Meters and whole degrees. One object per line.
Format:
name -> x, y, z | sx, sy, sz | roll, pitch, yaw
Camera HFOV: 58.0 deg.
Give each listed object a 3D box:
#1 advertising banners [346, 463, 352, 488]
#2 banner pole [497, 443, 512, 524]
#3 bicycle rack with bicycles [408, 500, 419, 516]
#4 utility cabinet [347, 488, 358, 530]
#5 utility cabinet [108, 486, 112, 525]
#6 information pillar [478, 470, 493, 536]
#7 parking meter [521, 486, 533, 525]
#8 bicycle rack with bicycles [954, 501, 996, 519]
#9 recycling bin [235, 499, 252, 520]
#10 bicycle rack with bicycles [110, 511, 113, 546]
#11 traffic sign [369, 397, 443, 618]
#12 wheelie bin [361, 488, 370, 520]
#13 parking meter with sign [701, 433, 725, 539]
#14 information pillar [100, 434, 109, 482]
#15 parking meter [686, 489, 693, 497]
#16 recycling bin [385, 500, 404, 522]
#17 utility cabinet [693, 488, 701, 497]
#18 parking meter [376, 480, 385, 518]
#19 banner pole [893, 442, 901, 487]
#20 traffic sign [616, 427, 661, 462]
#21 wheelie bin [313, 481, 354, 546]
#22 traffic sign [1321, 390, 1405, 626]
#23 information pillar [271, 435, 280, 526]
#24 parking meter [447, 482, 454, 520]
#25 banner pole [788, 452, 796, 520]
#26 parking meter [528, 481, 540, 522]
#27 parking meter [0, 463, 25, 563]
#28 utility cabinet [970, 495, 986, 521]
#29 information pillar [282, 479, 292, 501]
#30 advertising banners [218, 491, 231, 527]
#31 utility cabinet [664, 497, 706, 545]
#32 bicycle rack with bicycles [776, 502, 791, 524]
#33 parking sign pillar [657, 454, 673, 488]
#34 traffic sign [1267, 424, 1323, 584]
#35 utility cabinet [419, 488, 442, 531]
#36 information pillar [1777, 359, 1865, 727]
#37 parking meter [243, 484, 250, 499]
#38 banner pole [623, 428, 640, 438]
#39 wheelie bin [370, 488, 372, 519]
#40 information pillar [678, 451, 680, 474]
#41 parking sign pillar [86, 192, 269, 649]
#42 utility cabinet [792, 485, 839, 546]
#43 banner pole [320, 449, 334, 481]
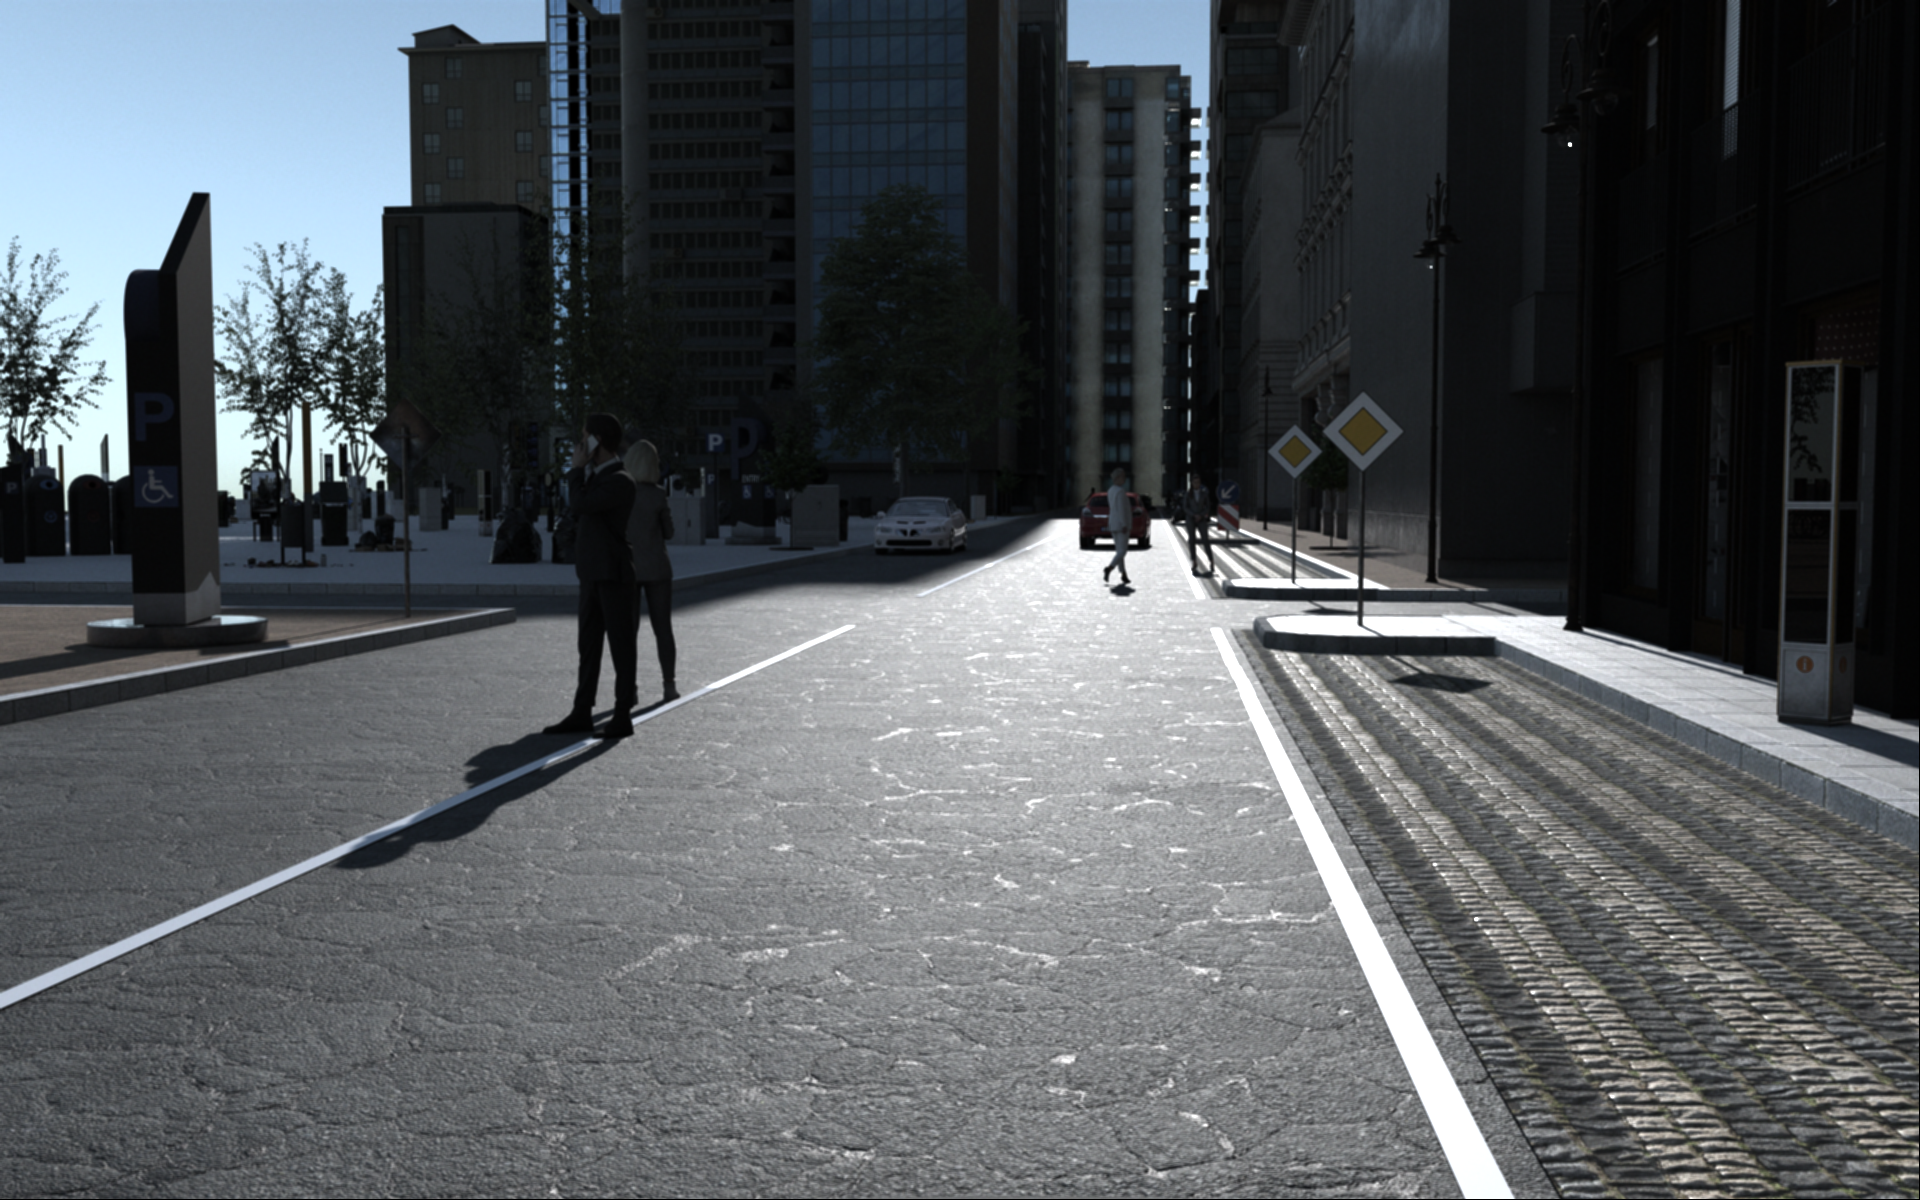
advertising banners -> -33.439, -6.117, 96.206 | 2.074, 3.025, 0.090 | 2, 4, 34
banner pole -> -19.677, -5.190, 74.875 | 0.863, 3.779, 0.401 | 2, 4, 26
bicycle rack with bicycles -> -32.272, -5.354, 100.921 | 2.852, 0.926, 2.925 | -1, 4, -18
utility cabinet -> -21.529, -3.191, 60.853 | 1.173, 1.500, 0.318 | 3, 4, 36
utility cabinet -> -23.755, -2.471, 49.072 | 1.173, 1.500, 0.318 | 0, 4, -1
information pillar -> -14.409, -2.941, 52.573 | 0.304, 2.012, 0.304 | 3, 5, 40
parking meter -> -14.019, -2.917, 56.112 | 0.372, 1.533, 0.369 | 0, 3, 0
bicycle rack with bicycles -> 0.634, -4.576, 88.201 | 2.852, 0.926, 2.925 | -1, 4, -14
recycling bin -> -35.013, -4.428, 84.949 | 0.722, 1.027, 0.722 | 1, 4, 17
bicycle rack with bicycles -> -19.708, -1.771, 42.343 | 2.852, 0.926, 2.925 | -1, 4, -14
traffic sign -> -5.730, -0.874, 17.924 | 0.795, 2.450, 0.064 | 0, 4, 6
wheelie bin -> -29.425, -4.675, 84.338 | 0.693, 1.594, 0.980 | 0, 4, 6
parking meter with sign -> -7.229, -3.300, 50.208 | 0.543, 3.016, 1.738 | -1, 4, -17
information pillar -> -33.391, -4.668, 67.675 | 0.504, 3.616, 0.183 | 3, 5, 40
parking meter -> -14.314, -5.092, 91.657 | 0.372, 1.533, 0.369 | 0, 3, 0
recycling bin -> -25.920, -4.095, 79.504 | 0.722, 1.027, 0.722 | -3, 5, -40
utility cabinet -> -9.923, -3.554, 66.788 | 0.318, 1.500, 1.173 | 1, 4, 14
parking meter -> -24.621, -4.154, 73.636 | 0.255, 1.863, 0.399 | 0, 4, -3
banner pole -> -2.441, -4.962, 71.151 | 0.863, 3.779, 0.401 | 3, 4, 38
traffic sign -> -4.853, -1.359, 25.861 | 0.795, 2.450, 0.064 | 0, 4, 6
wheelie bin -> -15.593, -2.148, 43.033 | 0.980, 1.594, 0.693 | -2, 4, -24
traffic sign -> 3.904, -0.807, 16.844 | 0.795, 2.450, 0.064 | 0, 4, 6
information pillar -> -27.240, -4.748, 68.977 | 0.183, 3.616, 0.504 | 0, 4, 6
parking meter -> -25.344, -4.910, 85.988 | 0.399, 1.863, 0.255 | 0, 4, -5
banner pole -> -8.125, -5.842, 85.535 | 0.863, 3.779, 0.401 | -3, 4, -36
parking meter -> -19.562, -4.510, 79.445 | 0.399, 1.863, 0.255 | 1, 4, 9
parking meter -> -17.640, -1.620, 32.197 | 0.399, 1.863, 0.255 | -2, 4, -32
utility cabinet -> 0.872, -4.435, 83.680 | 0.306, 1.237, 1.020 | 2, 4, 30
information pillar -> -32.119, -4.781, 82.657 | 0.304, 2.012, 0.304 | 2, 4, 32
advertising banners -> -29.286, -4.330, 66.980 | 2.074, 3.025, 0.090 | 0, 4, 0
utility cabinet -> -6.920, -1.978, 43.500 | 1.020, 1.237, 0.306 | 1, 4, 16
bicycle rack with bicycles -> -6.951, -3.754, 74.756 | 2.925, 0.926, 2.852 | 0, 4, 5
parking sign pillar -> -16.287, -6.466, 94.199 | 1.447, 3.967, 1.447 | 0, 4, -3
traffic sign -> 4.780, -1.293, 24.781 | 0.795, 2.450, 0.064 | 0, 4, 6
utility cabinet -> -18.366, -3.140, 60.016 | 0.318, 1.500, 1.173 | 0, 4, 7
information pillar -> 4.801, -0.317, 9.668 | 0.304, 2.012, 0.304 | -3, 5, -40
parking meter -> -39.447, -5.517, 95.920 | 0.399, 1.863, 0.255 | 1, 4, 19
banner pole -> -11.850, -4.459, 62.920 | 0.863, 3.779, 0.401 | 1, 4, 10
wheelie bin -> -30.863, -5.034, 90.208 | 0.980, 1.594, 0.693 | 2, 4, 28
information pillar -> -15.186, -6.263, 93.758 | 0.183, 3.616, 0.504 | -1, 4, -13
parking sign pillar -> -6.784, -1.619, 14.936 | 1.447, 3.967, 1.447 | -1, 4, -11
utility cabinet -> -3.539, -2.054, 42.266 | 1.173, 1.500, 0.318 | 0, 4, -7
banner pole -> -34.973, -6.455, 95.558 | 0.863, 3.779, 0.401 | -2, 4, -25
